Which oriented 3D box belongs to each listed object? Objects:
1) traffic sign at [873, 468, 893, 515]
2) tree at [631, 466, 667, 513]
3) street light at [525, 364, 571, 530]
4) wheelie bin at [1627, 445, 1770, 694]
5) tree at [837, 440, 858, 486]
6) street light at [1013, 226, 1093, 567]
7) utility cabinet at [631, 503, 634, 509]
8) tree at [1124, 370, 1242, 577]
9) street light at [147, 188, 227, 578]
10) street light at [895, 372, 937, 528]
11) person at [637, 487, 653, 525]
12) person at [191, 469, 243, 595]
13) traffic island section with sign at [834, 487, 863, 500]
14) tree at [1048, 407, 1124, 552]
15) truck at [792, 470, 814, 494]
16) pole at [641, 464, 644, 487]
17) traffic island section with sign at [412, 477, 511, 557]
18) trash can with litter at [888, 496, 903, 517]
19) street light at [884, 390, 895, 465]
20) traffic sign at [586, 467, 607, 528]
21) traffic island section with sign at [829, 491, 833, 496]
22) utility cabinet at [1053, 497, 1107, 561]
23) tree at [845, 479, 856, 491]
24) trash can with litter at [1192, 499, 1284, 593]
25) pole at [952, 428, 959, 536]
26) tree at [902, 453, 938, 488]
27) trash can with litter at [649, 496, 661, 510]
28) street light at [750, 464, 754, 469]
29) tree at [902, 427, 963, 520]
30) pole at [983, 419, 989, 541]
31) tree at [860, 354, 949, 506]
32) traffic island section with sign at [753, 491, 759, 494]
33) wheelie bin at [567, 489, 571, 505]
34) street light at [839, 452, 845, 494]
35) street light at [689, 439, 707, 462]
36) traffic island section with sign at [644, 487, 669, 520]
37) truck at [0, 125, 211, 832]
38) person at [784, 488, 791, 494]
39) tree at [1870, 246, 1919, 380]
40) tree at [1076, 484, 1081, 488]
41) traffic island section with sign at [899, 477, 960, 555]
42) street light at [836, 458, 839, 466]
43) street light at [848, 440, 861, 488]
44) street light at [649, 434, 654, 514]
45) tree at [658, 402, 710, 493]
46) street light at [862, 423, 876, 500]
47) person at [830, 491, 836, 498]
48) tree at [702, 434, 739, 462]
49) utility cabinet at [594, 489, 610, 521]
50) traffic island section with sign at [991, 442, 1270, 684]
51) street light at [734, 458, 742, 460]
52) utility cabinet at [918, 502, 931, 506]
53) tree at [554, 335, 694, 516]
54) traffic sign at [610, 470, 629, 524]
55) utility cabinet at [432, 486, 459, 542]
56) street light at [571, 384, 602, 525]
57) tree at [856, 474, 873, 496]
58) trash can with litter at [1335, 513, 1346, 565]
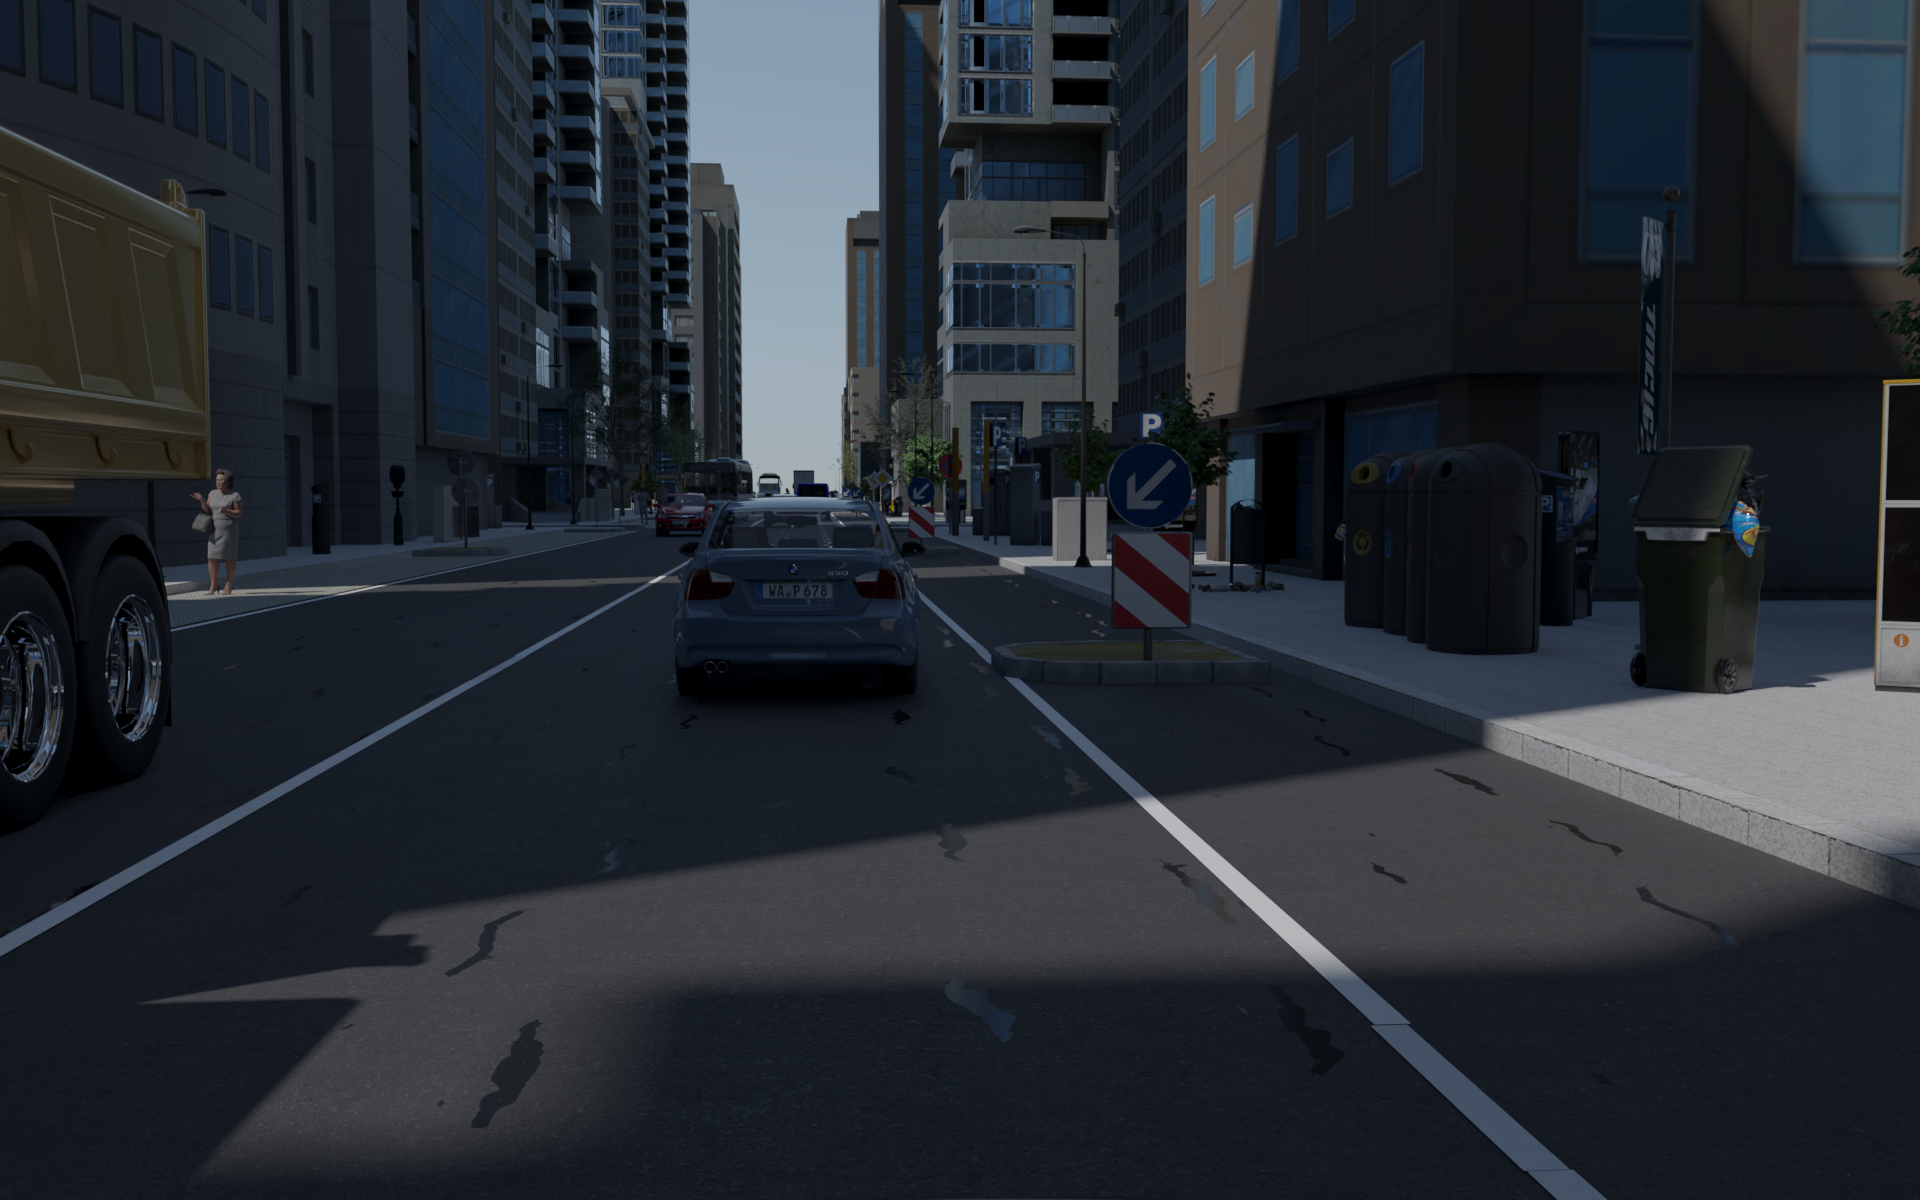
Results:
[{"bbox_3d":[-2.952,-3.828,66.237,0.795,2.450,0.064,0,4,-5],"label":"traffic sign"},{"bbox_3d":[-20.826,-7.473,116.785,1.663,3.219,1.824,0,3,0],"label":"tree"},{"bbox_3d":[-14.872,-5.467,61.922,1.470,5.913,1.316,0,4,-5],"label":"street light"},{"bbox_3d":[4.859,-0.215,11.430,0.693,1.594,0.980,-3,4,-38],"label":"wheelie bin"},{"bbox_3d":[-14.622,-17.233,232.129,4.737,8.622,4.395,0,3,0],"label":"tree"},{"bbox_3d":[1.623,-3.527,30.216,1.470,5.913,1.316,0,4,-5],"label":"street light"},{"bbox_3d":[-27.142,-8.228,145.682,1.020,1.237,0.306,1,4,12],"label":"utility cabinet"},{"bbox_3d":[3.544,-1.990,27.138,1.663,3.219,1.824,0,3,0],"label":"tree"},{"bbox_3d":[-11.817,-3.292,26.366,1.470,5.913,1.316,0,4,-5],"label":"street light"},{"bbox_3d":[-1.606,-5.724,66.123,1.470,5.913,1.316,0,4,-5],"label":"street light"},{"bbox_3d":[-14.586,-4.370,80.303,0.716,1.782,0.532,0,4,-1],"label":"person"},{"bbox_3d":[-10.493,-0.949,24.376,0.716,1.782,0.532,0,4,8],"label":"person"},{"bbox_3d":[-5.878,-5.372,96.458,1.989,1.847,2.006,0,4,-5],"label":"traffic island section with sign"},{"bbox_3d":[3.012,-2.683,38.467,1.663,3.219,1.824,0,3,0],"label":"tree"},{"bbox_3d":[-18.782,-13.423,208.372,2.839,4.237,11.283,0,4,-5],"label":"truck"},{"bbox_3d":[-21.612,-7.599,118.090,0.158,3.312,0.155,0,3,0],"label":"pole"},{"bbox_3d":[-11.566,-1.943,40.391,1.989,1.847,2.006,0,4,-5],"label":"traffic island section with sign"},{"bbox_3d":[-3.671,-5.282,97.749,0.624,1.170,1.055,-3,5,-42],"label":"trash can with litter"},{"bbox_3d":[-2.523,-6.421,77.517,1.470,5.913,1.316,0,4,-5],"label":"street light"},{"bbox_3d":[-13.708,-3.773,65.325,0.795,2.450,0.064,0,4,-5],"label":"traffic sign"},{"bbox_3d":[-8.213,-7.014,123.313,1.989,1.847,2.006,0,4,-5],"label":"traffic island section with sign"},{"bbox_3d":[2.310,-1.360,33.398,1.020,1.237,0.306,-1,4,-16],"label":"utility cabinet"},{"bbox_3d":[-12.348,-12.545,199.719,1.663,3.219,1.824,0,3,0],"label":"tree"},{"bbox_3d":[3.450,-0.738,23.123,2.233,1.210,1.678,-1,4,-23],"label":"trash can with litter"},{"bbox_3d":[-0.138,-3.627,53.143,0.158,3.312,0.155,0,3,0],"label":"pole"},{"bbox_3d":[-1.789,-5.294,81.150,1.663,3.219,1.824,0,3,0],"label":"tree"},{"bbox_3d":[-24.843,-8.009,142.005,2.233,1.210,1.678,1,4,22],"label":"trash can with litter"},{"bbox_3d":[-32.749,-18.062,267.853,1.470,5.913,1.316,0,4,-5],"label":"street light"},{"bbox_3d":[-1.371,-6.203,85.130,4.285,4.588,4.351,0,3,0],"label":"tree"},{"bbox_3d":[0.718,-3.274,47.368,0.158,3.312,0.155,0,3,0],"label":"pole"},{"bbox_3d":[-2.667,-8.566,90.416,4.360,8.622,3.978,0,3,0],"label":"tree"},{"bbox_3d":[-32.600,-16.722,282.036,1.989,1.847,2.006,0,4,-5],"label":"traffic island section with sign"},{"bbox_3d":[-22.601,-5.731,101.613,0.980,1.594,0.693,-2,4,-27],"label":"wheelie bin"},{"bbox_3d":[-12.156,-13.245,189.097,1.470,5.913,1.316,0,4,-5],"label":"street light"},{"bbox_3d":[-22.494,-10.807,149.241,1.470,5.913,1.316,0,4,-5],"label":"street light"},{"bbox_3d":[-16.385,-5.325,95.683,1.989,1.847,2.006,0,4,-5],"label":"traffic island section with sign"},{"bbox_3d":[-4.981,-0.548,4.890,3.469,3.379,9.791,0,4,-6],"label":"truck"},{"bbox_3d":[-10.239,-5.774,103.089,0.511,1.800,0.466,0,4,-1],"label":"person"},{"bbox_3d":[10.802,-2.041,17.084,4.285,4.588,4.351,0,3,0],"label":"tree"},{"bbox_3d":[7.420,-6.720,93.589,4.285,4.588,4.351,0,3,0],"label":"tree"},{"bbox_3d":[-1.081,-2.004,41.392,1.989,1.847,2.006,0,4,-5],"label":"traffic island section with sign"},{"bbox_3d":[-16.209,-16.119,236.090,1.470,5.913,1.316,0,4,-5],"label":"street light"},{"bbox_3d":[-9.151,-11.070,153.537,1.470,5.913,1.316,0,4,-5],"label":"street light"},{"bbox_3d":[-18.998,-8.374,109.450,1.470,5.913,1.316,0,4,-5],"label":"street light"},{"bbox_3d":[-22.064,-11.362,136.137,4.737,8.622,4.395,0,3,0],"label":"tree"},{"bbox_3d":[-5.504,-8.609,113.297,1.470,5.913,1.316,0,4,-5],"label":"street light"},{"bbox_3d":[-11.029,-8.739,152.326,0.756,1.711,0.436,3,5,40],"label":"person"},{"bbox_3d":[-28.554,-15.761,208.057,4.360,8.622,3.978,0,3,0],"label":"tree"},{"bbox_3d":[-16.805,-4.448,81.411,0.318,1.500,1.173,1,4,10],"label":"utility cabinet"},{"bbox_3d":[1.286,-0.330,14.029,1.989,1.847,2.006,0,4,-5],"label":"traffic island section with sign"},{"bbox_3d":[-29.756,-15.876,232.116,1.470,5.913,1.316,0,4,-5],"label":"street light"},{"bbox_3d":[-1.937,-5.242,94.387,0.318,1.500,1.173,-1,4,-23],"label":"utility cabinet"},{"bbox_3d":[-19.682,-10.199,101.174,8.767,10.594,7.601,0,4,-2],"label":"tree"},{"bbox_3d":[-14.400,-4.259,73.280,0.795,2.450,0.064,0,4,-5],"label":"traffic sign"},{"bbox_3d":[-13.764,-2.302,46.319,0.318,1.500,1.173,0,4,3],"label":"utility cabinet"},{"bbox_3d":[-15.770,-6.143,72.979,1.470,5.913,1.316,0,4,-5],"label":"street light"},{"bbox_3d":[-8.585,-10.325,163.415,1.663,3.219,1.824,0,3,0],"label":"tree"},{"bbox_3d":[4.402,-0.465,18.993,0.624,1.170,1.055,1,4,9],"label":"trash can with litter"}]
